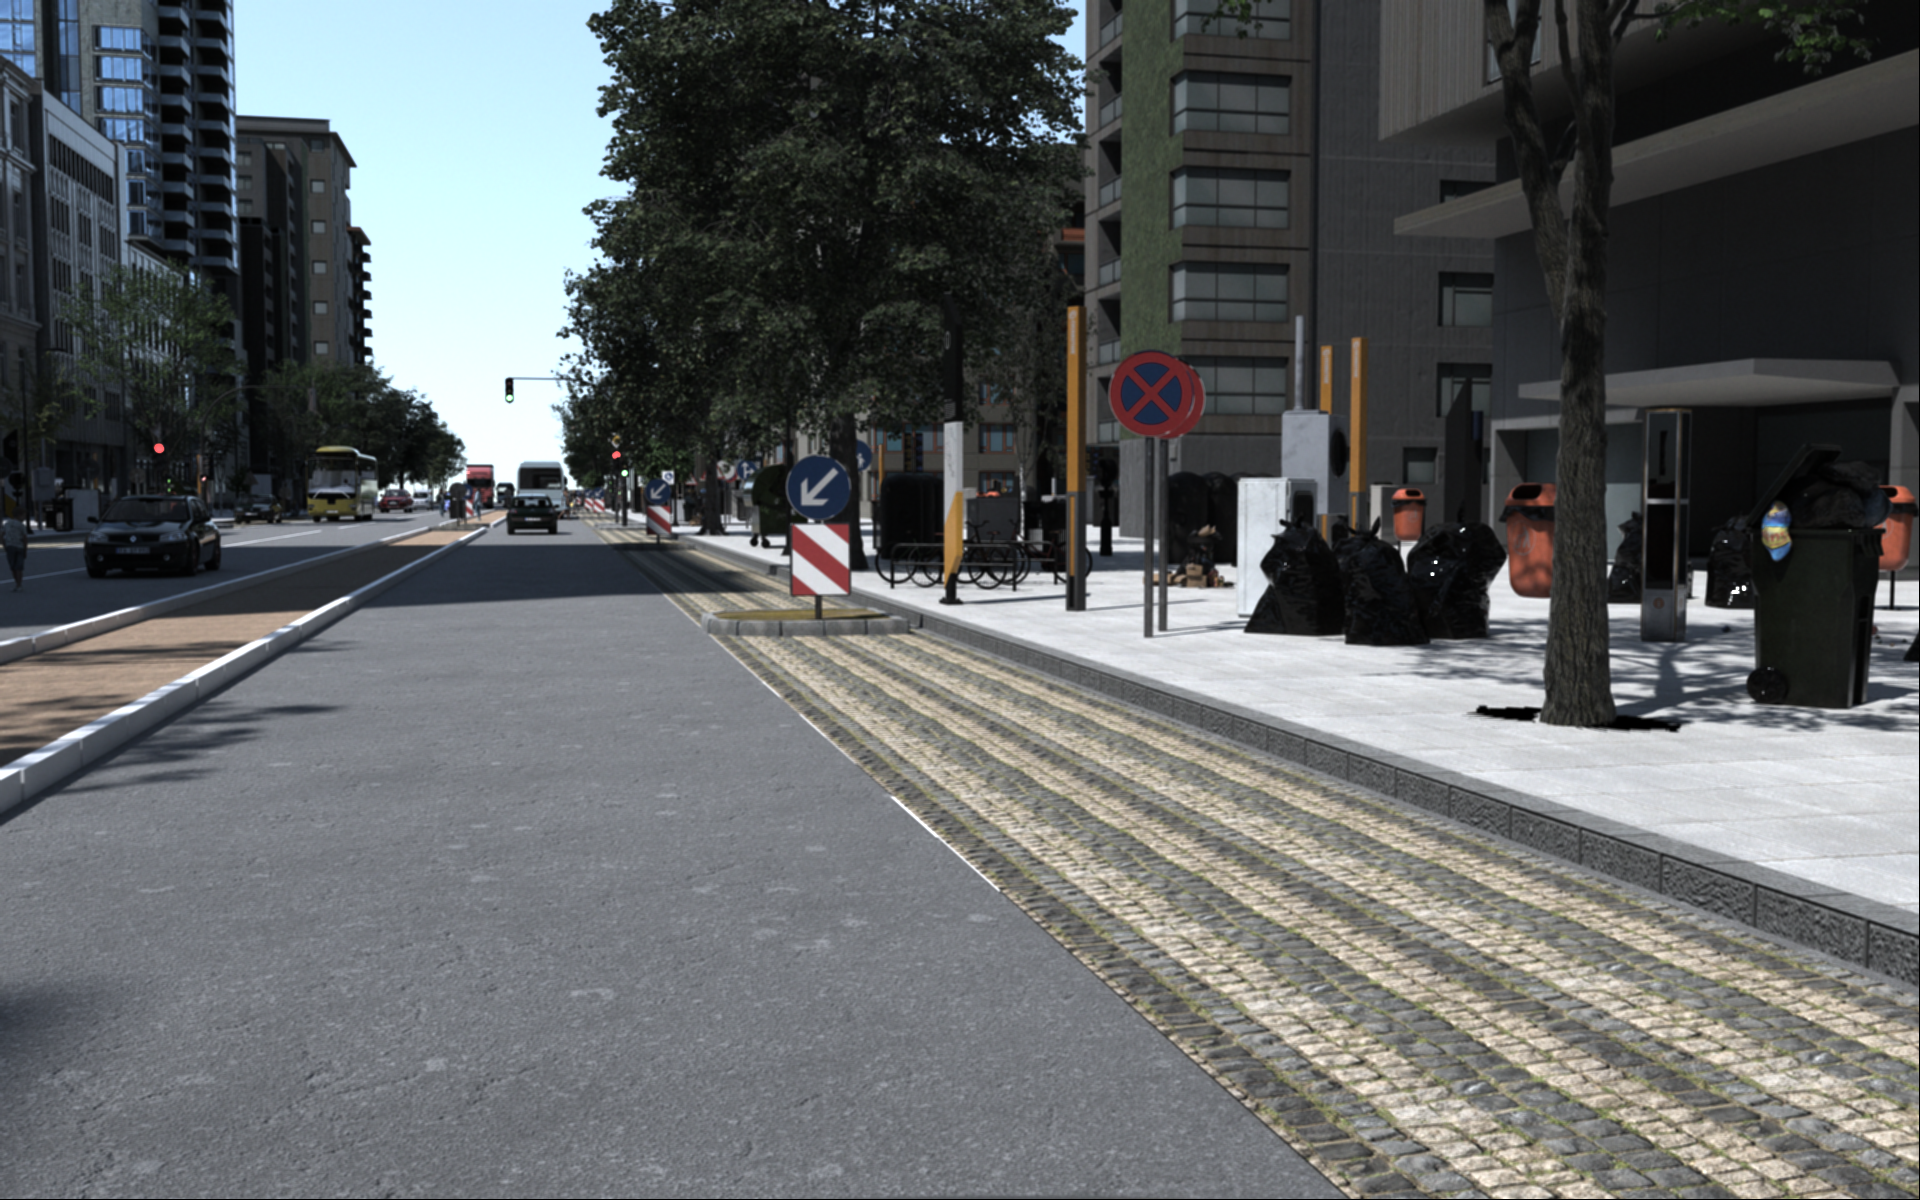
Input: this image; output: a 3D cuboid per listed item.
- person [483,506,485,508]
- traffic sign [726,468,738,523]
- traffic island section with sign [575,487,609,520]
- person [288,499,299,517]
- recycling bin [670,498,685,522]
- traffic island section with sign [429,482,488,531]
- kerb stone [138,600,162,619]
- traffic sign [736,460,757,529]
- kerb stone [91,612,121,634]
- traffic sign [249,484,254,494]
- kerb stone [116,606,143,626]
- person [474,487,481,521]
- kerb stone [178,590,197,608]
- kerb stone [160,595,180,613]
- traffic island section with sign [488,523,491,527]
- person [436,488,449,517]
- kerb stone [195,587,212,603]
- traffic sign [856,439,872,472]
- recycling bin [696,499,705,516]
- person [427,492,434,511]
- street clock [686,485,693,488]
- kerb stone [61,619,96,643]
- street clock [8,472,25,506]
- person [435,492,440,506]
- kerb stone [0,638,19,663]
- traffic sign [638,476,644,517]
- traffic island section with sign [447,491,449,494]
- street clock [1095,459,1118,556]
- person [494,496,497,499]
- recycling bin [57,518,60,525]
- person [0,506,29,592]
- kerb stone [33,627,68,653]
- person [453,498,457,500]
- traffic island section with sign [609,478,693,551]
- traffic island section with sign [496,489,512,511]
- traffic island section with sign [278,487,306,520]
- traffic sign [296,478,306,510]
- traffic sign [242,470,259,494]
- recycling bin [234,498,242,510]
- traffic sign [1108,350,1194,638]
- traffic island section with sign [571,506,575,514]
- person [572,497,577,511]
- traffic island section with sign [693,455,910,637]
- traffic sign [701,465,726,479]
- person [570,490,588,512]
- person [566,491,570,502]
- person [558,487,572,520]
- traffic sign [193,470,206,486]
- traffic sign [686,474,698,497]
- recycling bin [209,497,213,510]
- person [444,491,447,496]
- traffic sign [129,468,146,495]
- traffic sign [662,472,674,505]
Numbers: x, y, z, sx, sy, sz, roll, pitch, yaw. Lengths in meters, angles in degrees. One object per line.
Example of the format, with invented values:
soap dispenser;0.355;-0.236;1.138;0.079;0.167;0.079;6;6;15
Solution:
person;-49.069;-10.431;178.984;1.348;1.831;0.705;-2;4;-24
traffic sign;-10.220;-4.685;76.699;0.768;2.556;0.104;-1;4;-13
traffic island section with sign;-20.528;-5.454;97.804;1.989;1.847;2.006;-1;4;-13
person;-38.565;-5.275;100.240;1.012;1.151;0.738;3;5;43
recycling bin;-12.824;-4.102;79.625;0.722;1.027;0.722;0;4;-5
traffic island section with sign;-19.570;-3.624;67.382;2.006;1.907;1.989;-1;4;-13
kerb stone;-9.405;0.136;19.974;0.120;0.150;1.000;-1;4;-13
traffic sign;-7.903;-3.924;64.257;0.768;2.556;0.104;0;4;-6
kerb stone;-8.932;0.260;17.985;0.120;0.150;1.000;-1;4;-13
traffic sign;-46.705;-6.956;113.837;0.768;2.556;0.104;0;4;-6
kerb stone;-9.168;0.197;18.980;0.120;0.150;1.000;-1;4;-13
person;-25.703;-5.115;92.395;0.793;1.790;0.793;-2;4;-28
kerb stone;-9.872;0.014;21.965;0.120;0.150;1.000;-1;4;-13
kerb stone;-9.644;0.077;20.968;0.120;0.150;1.000;-1;4;-13
traffic island section with sign;-21.267;-4.065;74.593;2.006;1.907;1.989;-1;4;-13
person;-31.825;-5.962;106.333;0.721;1.781;0.623;3;4;37
kerb stone;-10.116;-0.047;22.966;0.120;0.150;1.000;-1;4;-13
traffic sign;-2.431;-2.460;40.332;0.768;2.556;0.104;-1;4;-12
recycling bin;-14.625;-5.163;96.975;0.722;1.027;0.722;3;5;40
person;-44.289;-8.234;144.944;0.330;1.601;0.589;3;5;43
street clock;-18.553;-6.978;118.654;0.471;2.002;0.358;-1;4;-10
kerb stone;-8.695;0.318;16.990;0.120;0.150;1.000;-1;4;-13
street clock;-31.510;-3.263;57.923;0.358;2.002;0.471;2;4;25
person;-62.091;-12.060;206.475;0.721;1.735;1.217;3;4;37
kerb stone;-8.241;0.440;14.997;0.120;0.150;1.000;-1;4;-13
traffic sign;-17.947;-5.878;98.235;0.606;2.300;0.079;-1;4;-9
traffic island section with sign;-73.393;-14.694;248.873;1.989;1.847;2.006;-1;4;-13
street clock;3.030;-1.915;35.880;0.358;2.002;0.471;-2;4;-32
person;-47.520;-10.197;175.160;1.348;1.831;0.705;-2;4;-24
recycling bin;-37.470;-3.682;72.748;0.722;1.027;0.722;3;5;40
person;-13.905;-0.752;25.485;0.332;1.250;0.352;1;4;20
kerb stone;-8.462;0.384;15.995;0.120;0.150;1.000;-1;4;-13
person;-29.464;-5.658;101.356;0.624;1.780;0.694;0;4;0
traffic island section with sign;-7.903;-2.194;44.502;1.989;1.847;2.006;-1;4;-13
traffic island section with sign;-38.578;-8.537;147.718;2.006;1.907;1.989;-1;4;-13
traffic island section with sign;-36.920;-5.265;94.715;1.989;1.847;2.006;-1;4;-13
traffic sign;-53.619;-8.610;140.881;0.768;2.556;0.104;0;4;-4
traffic sign;-38.894;-5.808;94.966;0.884;2.594;0.081;-1;4;-11
recycling bin;-45.570;-5.954;109.900;0.722;1.027;0.722;-3;5;-45
traffic sign;1.688;-0.937;15.423;0.768;2.556;0.104;0;4;-6
traffic island section with sign;-26.718;-7.059;124.041;1.989;1.847;2.006;-1;4;-13
person;-28.993;-7.161;130.265;0.352;1.250;0.332;-1;4;-11
traffic island section with sign;-1.704;-0.590;18.267;1.989;1.847;2.006;-1;4;-13
traffic sign;-8.814;-3.785;61.881;0.884;2.594;0.081;0;4;-6
person;-30.994;-8.098;141.121;1.509;1.804;0.699;-1;4;-18
person;-33.516;-8.473;147.789;0.466;1.731;0.760;-1;4;-22
person;-21.513;-5.251;94.444;0.778;1.811;0.616;-2;4;-35
traffic sign;-41.155;-5.717;93.479;0.884;2.594;0.081;0;4;-8
traffic sign;-15.826;-6.224;101.773;0.884;2.594;0.081;0;4;-5
recycling bin;-58.988;-7.522;135.538;0.722;1.027;0.722;3;5;39
person;-45.403;-8.768;152.572;0.721;1.743;1.217;3;4;38
traffic sign;-39.552;-5.088;83.289;0.768;2.556;0.104;0;4;-7
traffic sign;-12.904;-4.568;76.821;0.606;2.300;0.079;0;4;-5
